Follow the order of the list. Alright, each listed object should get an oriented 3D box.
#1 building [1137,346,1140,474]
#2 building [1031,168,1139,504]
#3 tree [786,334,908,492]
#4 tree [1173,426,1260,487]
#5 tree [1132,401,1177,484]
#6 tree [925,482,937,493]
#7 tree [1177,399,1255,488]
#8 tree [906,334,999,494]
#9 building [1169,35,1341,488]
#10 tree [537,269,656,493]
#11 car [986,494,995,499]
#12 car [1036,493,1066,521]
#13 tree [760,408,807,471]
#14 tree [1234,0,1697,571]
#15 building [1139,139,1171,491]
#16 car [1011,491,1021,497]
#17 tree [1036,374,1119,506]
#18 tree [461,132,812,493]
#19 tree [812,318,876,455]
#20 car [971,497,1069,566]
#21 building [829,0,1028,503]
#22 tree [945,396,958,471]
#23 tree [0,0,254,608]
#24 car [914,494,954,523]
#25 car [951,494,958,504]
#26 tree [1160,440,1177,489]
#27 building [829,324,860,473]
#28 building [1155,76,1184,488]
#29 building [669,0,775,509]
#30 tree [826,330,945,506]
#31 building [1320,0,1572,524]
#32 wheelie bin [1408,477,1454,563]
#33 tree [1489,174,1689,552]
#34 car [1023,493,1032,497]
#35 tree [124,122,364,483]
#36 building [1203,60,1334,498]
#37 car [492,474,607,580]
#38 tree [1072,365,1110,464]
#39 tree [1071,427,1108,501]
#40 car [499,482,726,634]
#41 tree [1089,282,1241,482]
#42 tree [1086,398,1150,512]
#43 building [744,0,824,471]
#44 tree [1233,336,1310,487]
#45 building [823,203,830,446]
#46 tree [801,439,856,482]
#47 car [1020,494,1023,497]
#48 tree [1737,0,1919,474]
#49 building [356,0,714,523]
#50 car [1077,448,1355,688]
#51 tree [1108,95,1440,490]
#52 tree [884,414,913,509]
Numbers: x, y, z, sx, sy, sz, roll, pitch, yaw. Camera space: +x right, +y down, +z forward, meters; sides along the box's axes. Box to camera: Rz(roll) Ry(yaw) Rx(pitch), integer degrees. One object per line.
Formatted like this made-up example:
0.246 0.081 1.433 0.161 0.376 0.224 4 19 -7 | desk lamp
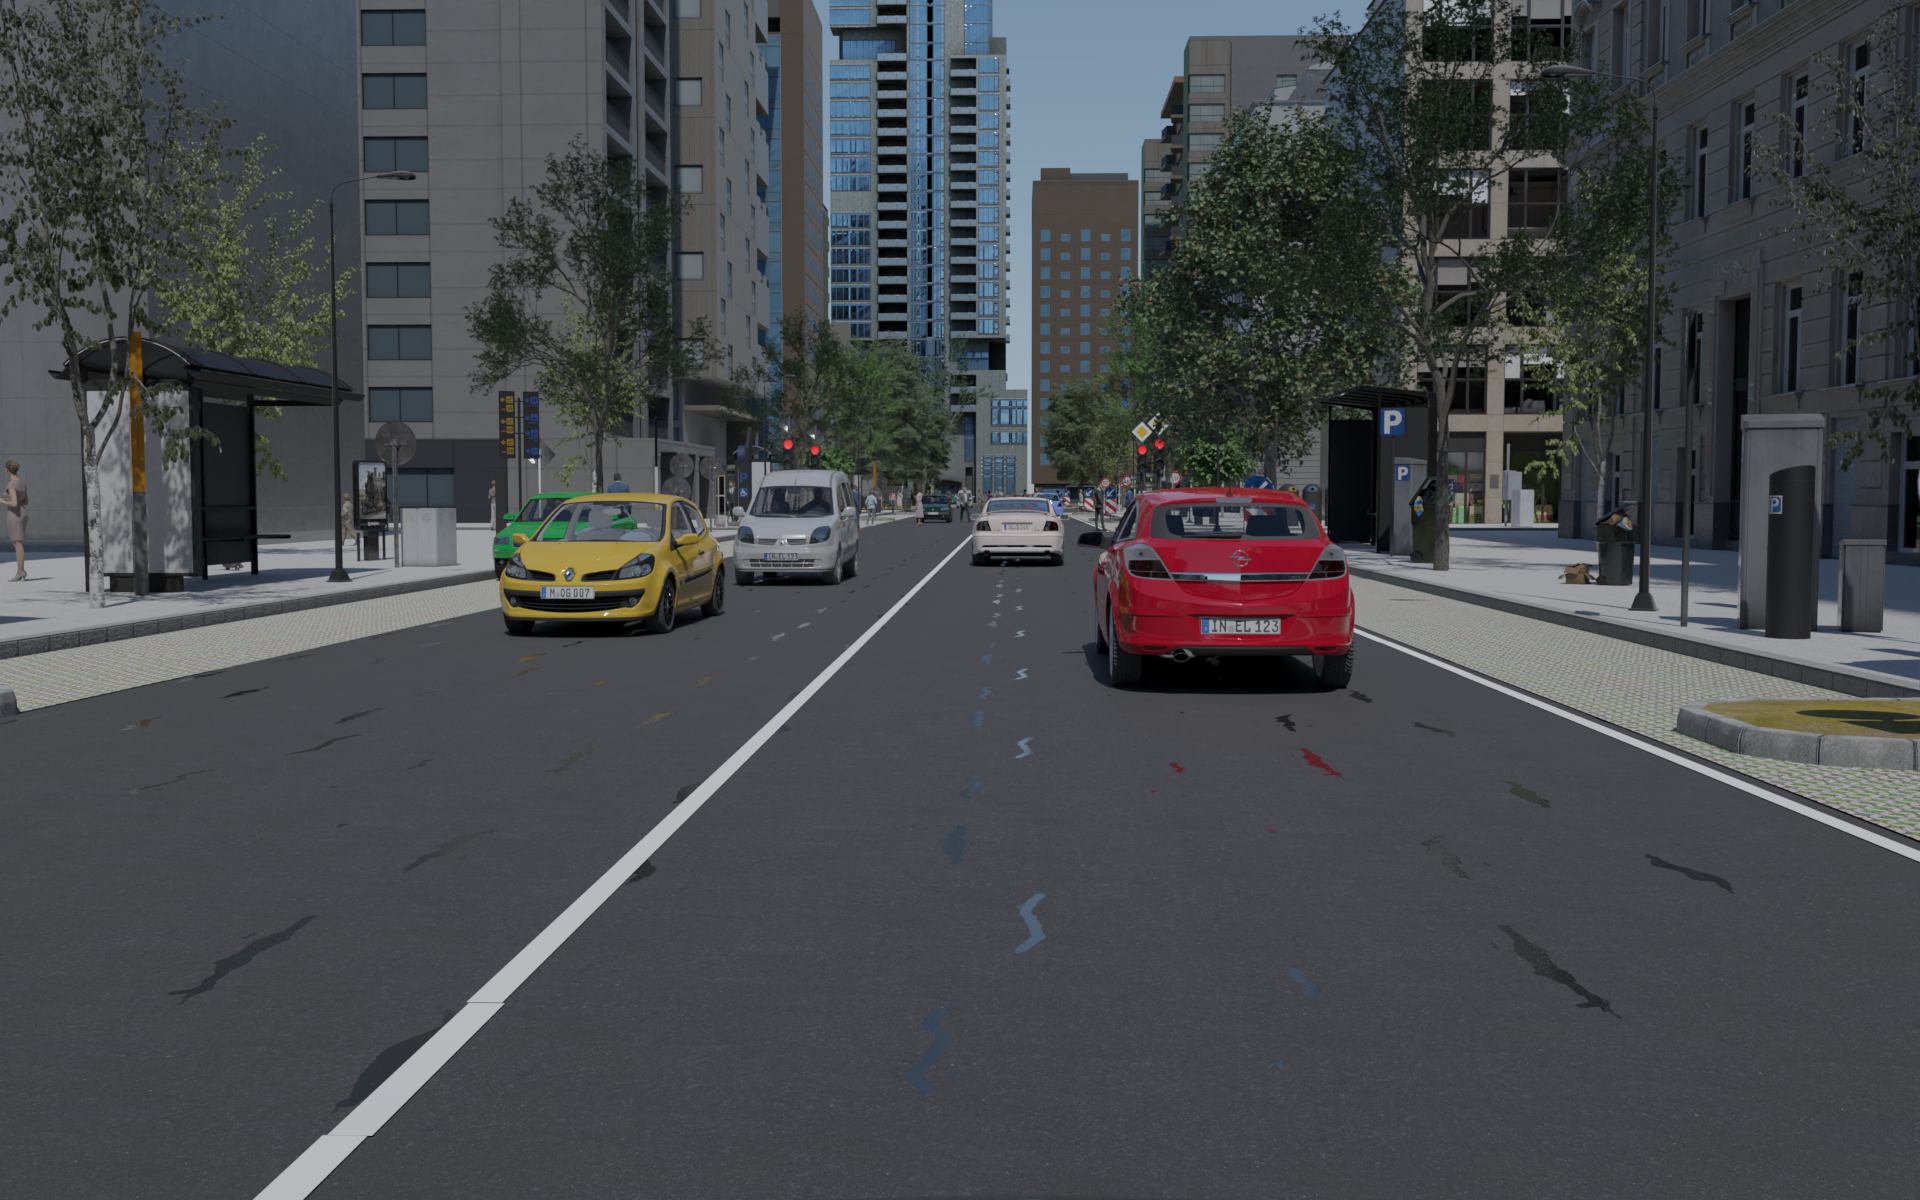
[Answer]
31.228 -28.663 240.341 14.107 30.474 14.160 0 4 2 | building
17.084 -36.105 240.427 14.200 45.320 14.600 0 4 2 | building
-7.295 -11.528 114.243 9.928 11.665 9.643 0 3 0 | tree
10.081 -5.178 68.370 4.285 4.588 4.351 0 3 0 | tree
13.358 -10.215 117.375 4.360 8.622 3.978 0 3 0 | tree
-3.769 -13.327 212.489 1.663 3.219 1.824 0 3 0 | tree
15.166 -9.052 98.359 4.737 8.622 4.395 0 3 0 | tree
-2.126 -21.308 204.281 12.611 20.169 13.585 0 3 0 | tree
27.186 -29.044 158.468 14.154 41.232 14.086 0 4 2 | building
-12.068 -6.534 57.193 4.737 8.622 4.395 0 3 0 | tree
4.221 -12.525 214.380 1.945 1.707 3.694 0 4 3 | car
4.760 -5.152 93.820 1.945 1.707 3.694 0 4 3 | car
-14.270 -11.612 140.216 4.360 8.622 3.978 0 3 0 | tree
8.356 -5.780 28.918 7.601 10.594 8.767 -3 4 -38 | tree
27.949 -31.711 202.063 14.154 41.232 14.086 0 4 2 | building
7.034 -12.387 211.572 2.155 1.783 4.494 0 4 2 | car
12.914 -16.896 182.911 9.857 13.997 8.962 0 3 0 | tree
-9.805 -6.808 45.729 8.767 10.594 7.601 2 4 32 | tree
-8.278 -9.281 86.161 8.767 10.594 7.601 0 4 2 | tree
1.240 -1.451 36.086 2.083 1.381 4.827 0 4 3 | car
-6.000 -56.936 243.576 31.000 86.520 22.319 0 4 2 | building
-4.846 -17.135 186.809 9.857 13.997 8.962 0 3 0 | tree
-9.692 -4.197 18.987 4.360 8.622 3.978 0 3 0 | tree
-1.275 -4.755 87.535 2.009 1.686 4.222 0 4 2 | car
-0.850 -12.698 216.400 1.959 1.807 4.718 0 4 1 | car
16.651 -10.553 122.896 4.737 8.622 4.395 0 3 0 | tree
-27.029 -21.592 198.067 28.899 21.520 27.650 0 4 2 | building
32.264 -32.148 180.251 22.147 44.769 28.867 0 4 2 | building
-28.322 -32.574 121.822 28.713 52.752 27.495 0 4 2 | building
-6.366 -14.069 136.688 9.857 13.997 8.962 0 3 0 | tree
36.074 -17.001 82.487 34.151 26.468 19.350 0 4 2 | building
8.773 -1.487 32.229 0.693 1.594 0.980 2 4 31 | wheelie bin
14.174 -5.386 38.425 4.737 8.622 4.395 0 3 0 | tree
4.863 -6.435 114.252 2.155 1.783 4.494 0 3 0 | car
-14.631 -5.185 35.137 4.737 8.622 4.395 0 3 0 | tree
24.815 -21.339 126.381 11.434 29.767 29.804 0 4 2 | building
-6.787 -1.305 30.129 1.959 1.807 4.718 0 4 1 | car
11.455 -10.600 107.716 8.767 10.594 7.601 -2 4 -28 | tree
13.442 -13.681 174.054 4.360 8.622 3.978 0 3 0 | tree
-3.746 -0.539 19.038 2.015 1.641 3.980 0 4 4 | car
10.069 -9.625 83.122 9.928 11.665 9.643 0 3 0 | tree
11.673 -10.625 124.076 4.737 8.622 4.395 0 3 0 | tree
-19.476 -30.567 149.873 14.600 45.320 14.200 0 4 2 | building
13.540 -7.698 76.231 4.360 8.622 3.978 0 3 0 | tree
-20.137 -24.064 165.145 14.160 30.474 14.107 0 4 2 | building
-7.605 -7.065 99.221 4.285 4.588 4.351 0 3 0 | tree
6.312 -9.345 161.585 1.959 1.807 4.718 0 4 4 | car
11.511 -4.247 19.799 4.360 8.622 3.978 0 3 0 | tree
-23.109 -39.507 84.192 20.563 71.187 20.611 0 4 2 | building
2.060 -0.324 14.330 2.155 1.783 4.494 0 4 2 | car
9.058 -8.130 49.932 9.611 12.733 9.660 0 3 0 | tree
-5.268 -12.407 153.211 4.360 8.622 3.978 0 3 0 | tree
